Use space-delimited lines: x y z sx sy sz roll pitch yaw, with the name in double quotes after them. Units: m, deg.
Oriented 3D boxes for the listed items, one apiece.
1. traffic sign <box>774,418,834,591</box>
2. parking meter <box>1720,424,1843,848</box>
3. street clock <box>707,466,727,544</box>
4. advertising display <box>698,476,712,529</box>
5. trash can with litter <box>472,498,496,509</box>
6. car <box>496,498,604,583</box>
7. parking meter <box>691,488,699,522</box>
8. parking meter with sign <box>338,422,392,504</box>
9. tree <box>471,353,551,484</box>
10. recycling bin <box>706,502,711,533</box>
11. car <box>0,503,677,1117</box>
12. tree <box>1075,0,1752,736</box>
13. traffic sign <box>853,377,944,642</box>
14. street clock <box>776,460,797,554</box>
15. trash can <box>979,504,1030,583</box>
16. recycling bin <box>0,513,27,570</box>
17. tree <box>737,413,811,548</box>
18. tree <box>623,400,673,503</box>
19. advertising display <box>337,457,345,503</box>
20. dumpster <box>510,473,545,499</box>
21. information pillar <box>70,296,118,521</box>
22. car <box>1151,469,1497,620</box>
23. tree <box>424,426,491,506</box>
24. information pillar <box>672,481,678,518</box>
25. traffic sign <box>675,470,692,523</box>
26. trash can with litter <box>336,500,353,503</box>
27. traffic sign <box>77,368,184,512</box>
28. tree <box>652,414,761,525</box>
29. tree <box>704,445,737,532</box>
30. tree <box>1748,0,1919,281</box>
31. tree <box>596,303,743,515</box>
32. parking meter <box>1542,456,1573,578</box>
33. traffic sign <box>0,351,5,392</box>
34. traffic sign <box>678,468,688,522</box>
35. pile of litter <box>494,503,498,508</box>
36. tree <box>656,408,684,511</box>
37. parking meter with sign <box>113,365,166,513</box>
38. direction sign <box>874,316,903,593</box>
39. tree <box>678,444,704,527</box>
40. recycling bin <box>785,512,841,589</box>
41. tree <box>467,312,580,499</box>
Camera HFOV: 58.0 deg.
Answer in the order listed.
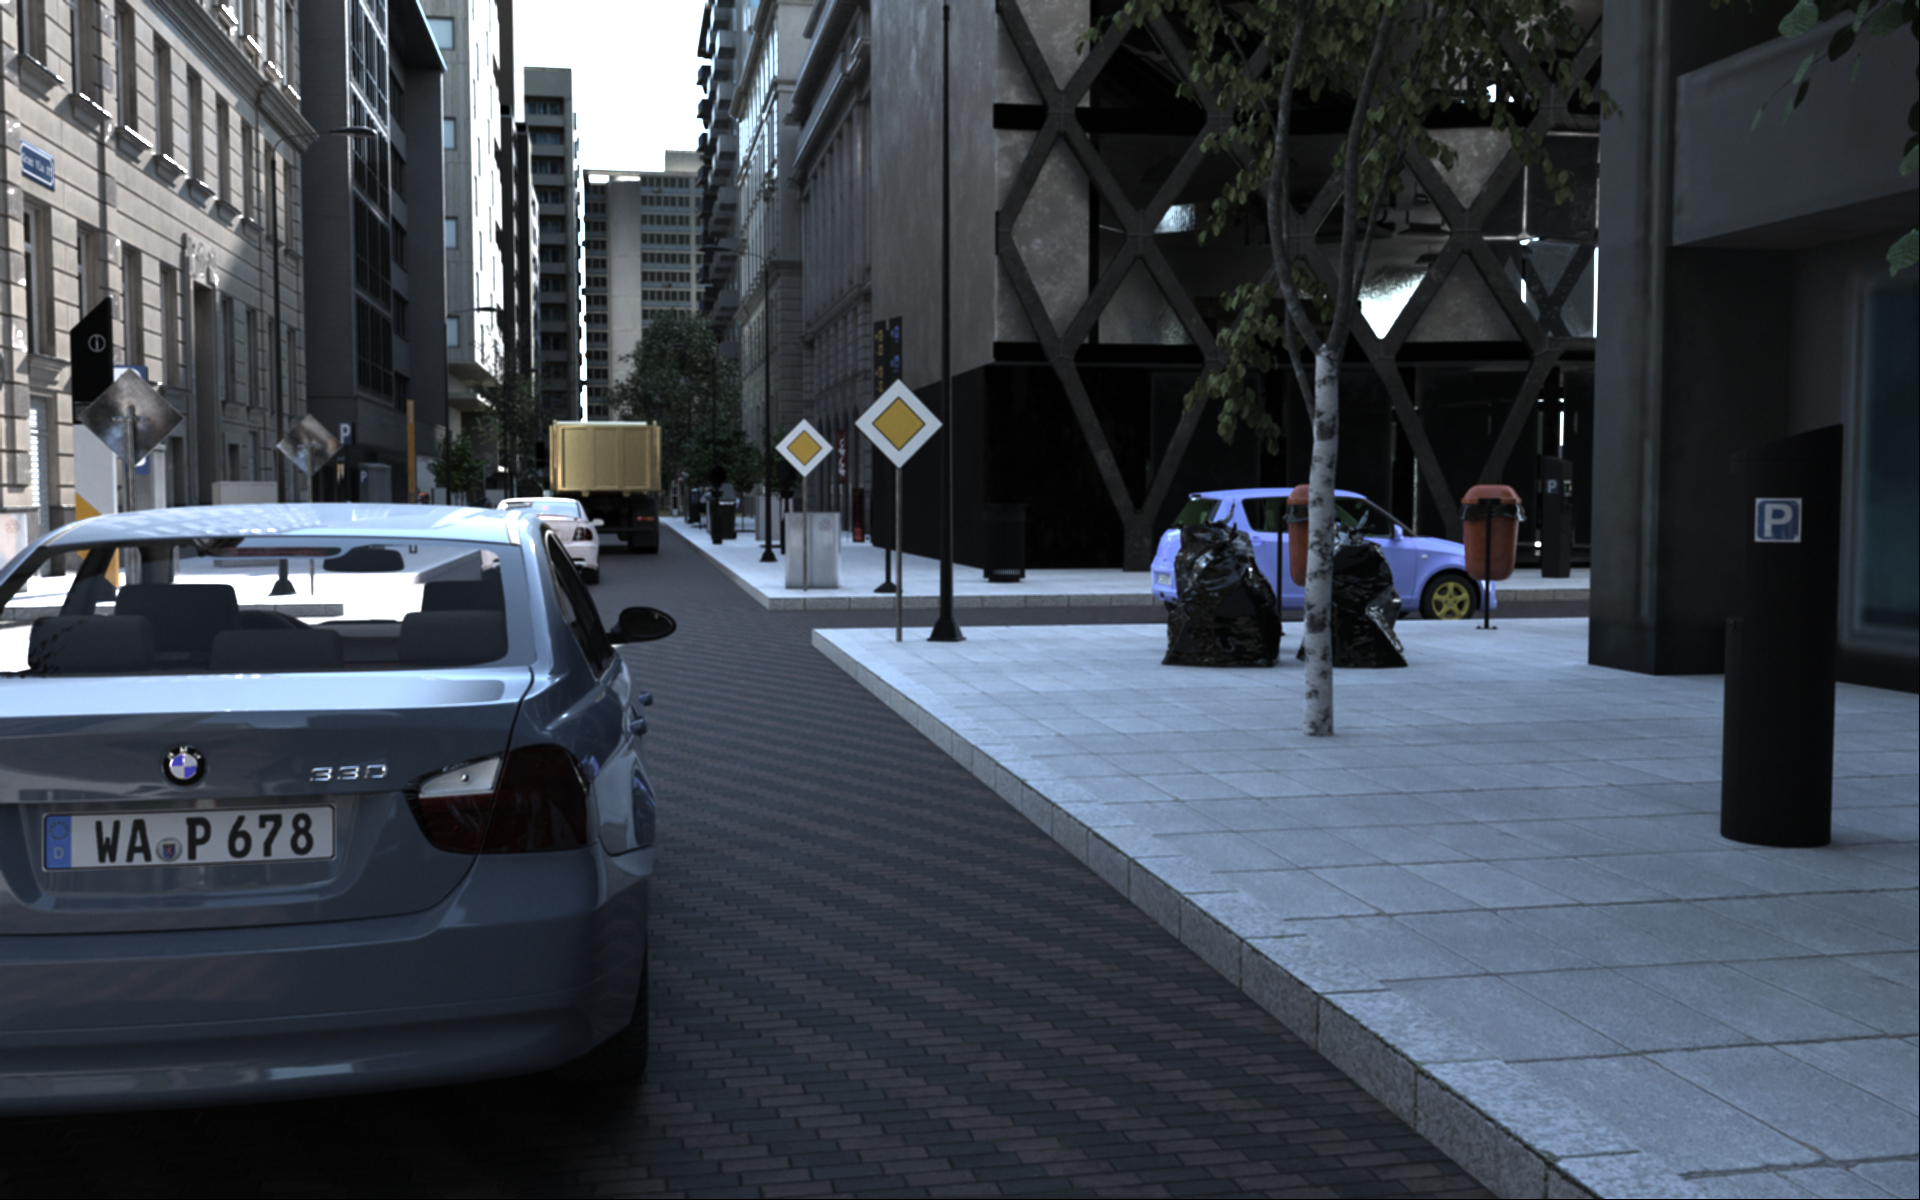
-2.052 -1.176 22.862 0.795 2.450 0.064 -1 4 -11 "traffic sign"
3.039 0.122 6.414 0.372 1.533 0.369 0 3 0 "parking meter"
-6.220 -2.432 44.340 0.471 2.002 0.358 -2 4 -31 "street clock"
-9.037 -3.525 62.841 0.974 1.923 0.123 1 4 15 "advertising display"
-14.696 -2.542 52.948 0.624 1.170 1.055 1 4 15 "trash can with litter"
-7.001 -1.016 28.981 2.083 1.381 4.827 -1 4 -13 "car"
-12.009 -4.289 78.539 0.372 1.533 0.369 0 3 0 "parking meter"
-14.409 -2.844 42.765 0.543 3.016 1.738 2 4 34 "parking meter with sign"
-22.859 -8.508 89.462 4.737 8.622 4.395 0 3 0 "tree"
-7.893 -2.723 57.070 0.722 1.027 0.722 1 4 14 "recycling bin"
-1.872 0.407 5.345 2.014 1.417 4.499 -1 4 -11 "car"
2.107 -3.594 9.122 4.737 8.622 4.395 0 3 0 "tree"
-0.534 -0.696 15.022 0.795 2.450 0.064 -1 4 -11 "traffic sign"
-3.685 -1.974 36.851 0.358 2.002 0.471 -3 5 -39 "street clock"
0.646 -0.832 25.256 0.748 1.137 0.748 0 3 0 "trash can"
-12.598 -0.609 22.519 0.722 1.027 0.722 -3 5 -40 "recycling bin"
-4.263 -2.876 41.623 1.663 3.219 1.824 0 3 0 "tree"
-27.610 -13.521 155.483 7.601 10.594 8.767 -1 4 -19 "tree"
-10.961 -1.559 30.708 0.123 1.923 0.974 -1 4 -19 "advertising display"
-19.829 -4.702 79.375 1.502 2.255 1.985 -1 4 -11 "dumpster"
-10.285 -1.790 20.617 0.504 3.616 0.183 0 4 2 "information pillar"
3.969 -0.569 18.892 3.694 1.707 1.945 -1 4 -10 "car"
-14.109 -3.353 49.420 1.663 3.219 1.824 0 3 0 "tree"
-15.540 -5.502 94.451 0.304 2.012 0.304 -1 4 -10 "information pillar"
-12.179 -4.693 76.727 0.884 2.594 0.081 0 4 -1 "traffic sign"
-11.427 -1.322 33.010 0.624 1.170 1.055 2 4 34 "trash can with litter"
-6.619 -0.625 13.869 0.795 2.450 0.064 -1 4 -11 "traffic sign"
-9.818 -5.351 71.199 4.285 4.588 4.351 0 3 0 "tree"
-7.446 -3.923 58.739 1.663 3.219 1.824 0 3 0 "tree"
3.193 -1.200 3.329 4.285 4.588 4.351 0 3 0 "tree"
-16.974 -11.433 103.945 9.611 12.733 9.660 0 3 0 "tree"
9.143 -1.271 26.500 0.255 1.863 0.399 -2 4 -32 "parking meter"
-7.216 -0.750 12.368 0.768 2.556 0.104 0 4 -6 "traffic sign"
-12.721 -4.921 80.570 0.768 2.556 0.104 0 4 -7 "traffic sign"
-22.318 -4.260 83.614 1.719 0.858 1.176 -2 4 -33 "pile of litter"
-21.495 -10.887 128.366 4.360 8.622 3.978 0 3 0 "tree"
-11.423 -1.715 24.306 0.543 3.016 1.738 -1 4 -10 "parking meter with sign"
-0.938 -1.868 22.546 0.379 3.537 0.876 -2 4 -25 "direction sign"
-10.053 -4.422 66.903 1.663 3.219 1.824 0 3 0 "tree"
-2.013 -0.686 23.766 0.722 1.027 0.722 0 4 -1 "recycling bin"
-18.011 -7.367 70.807 4.360 8.622 3.978 0 3 0 "tree"
